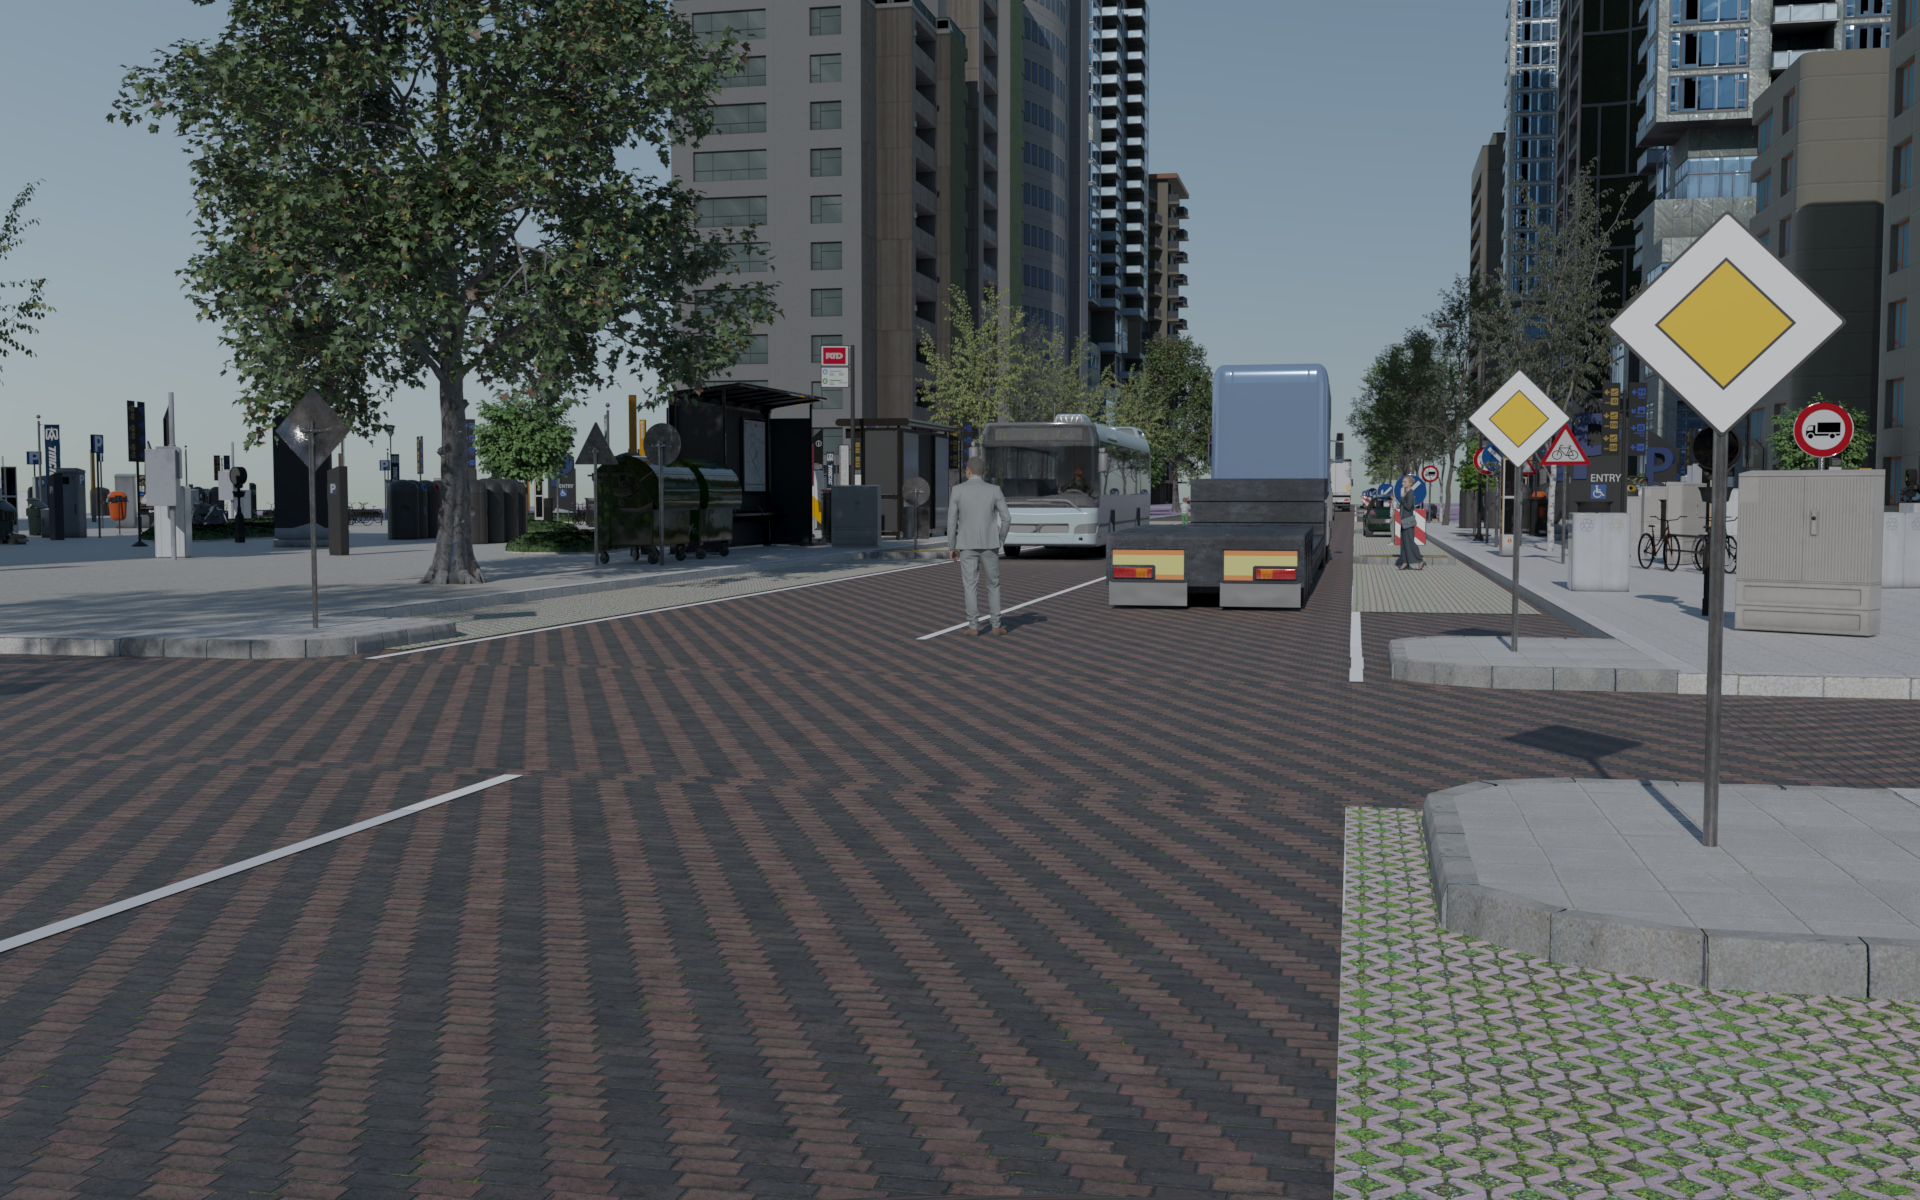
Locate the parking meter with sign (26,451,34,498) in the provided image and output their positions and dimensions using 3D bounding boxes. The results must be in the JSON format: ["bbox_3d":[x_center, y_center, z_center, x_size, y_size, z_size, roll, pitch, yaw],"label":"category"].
[{"bbox_3d":[-37.178,-4.505,69.915,0.543,3.016,1.738,-3,4,-38],"label":"parking meter with sign"}]

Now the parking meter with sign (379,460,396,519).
[{"bbox_3d":[-29.238,-5.693,89.349,0.543,3.016,1.738,1,4,10],"label":"parking meter with sign"}]

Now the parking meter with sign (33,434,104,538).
[{"bbox_3d":[-26.039,-3.332,50.733,1.738,3.016,0.543,0,4,4],"label":"parking meter with sign"}]

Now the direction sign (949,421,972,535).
[{"bbox_3d":[0.012,-3.793,54.016,0.876,3.537,0.379,-3,4,-36],"label":"direction sign"}]

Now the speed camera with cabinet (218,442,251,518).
[{"bbox_3d":[-27.881,-4.417,66.551,0.660,3.252,2.038,0,4,-5],"label":"speed camera with cabinet"}]

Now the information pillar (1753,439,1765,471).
[{"bbox_3d":[33.618,-4.992,72.973,0.183,3.616,0.504,-2,4,-26],"label":"information pillar"}]

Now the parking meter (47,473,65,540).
[{"bbox_3d":[-25.140,-2.597,48.169,0.399,1.863,0.255,3,4,36],"label":"parking meter"}]

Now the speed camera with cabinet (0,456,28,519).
[{"bbox_3d":[-49.117,-5.874,90.381,2.038,3.252,0.660,0,4,-5],"label":"speed camera with cabinet"}]

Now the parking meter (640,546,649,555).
[{"bbox_3d":[-6.655,-1.897,36.734,0.255,1.863,0.399,-1,4,-9],"label":"parking meter"}]

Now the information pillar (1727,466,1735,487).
[{"bbox_3d":[36.906,-5.599,82.903,0.183,3.616,0.504,0,4,-4],"label":"information pillar"}]

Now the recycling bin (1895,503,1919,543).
[{"bbox_3d":[26.532,-2.165,47.954,0.722,1.027,0.722,0,4,-6],"label":"recycling bin"}]

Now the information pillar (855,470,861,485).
[{"bbox_3d":[-4.311,-5.048,73.884,0.504,3.616,0.183,1,4,11],"label":"information pillar"}]

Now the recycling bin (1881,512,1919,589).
[{"bbox_3d":[12.751,-0.690,23.830,0.722,1.027,0.722,0,4,-6],"label":"recycling bin"}]

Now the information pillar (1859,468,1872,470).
[{"bbox_3d":[25.837,-2.750,49.455,0.304,2.012,0.304,2,4,32],"label":"information pillar"}]

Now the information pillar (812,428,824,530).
[{"bbox_3d":[-5.061,-4.283,61.375,0.504,3.616,0.183,1,4,10],"label":"information pillar"}]

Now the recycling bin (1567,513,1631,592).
[{"bbox_3d":[8.500,-0.642,23.055,0.722,1.027,0.722,1,4,15],"label":"recycling bin"}]

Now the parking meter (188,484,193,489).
[{"bbox_3d":[-44.998,-5.851,101.370,0.255,1.863,0.399,-2,4,-25],"label":"parking meter"}]

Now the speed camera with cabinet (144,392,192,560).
[{"bbox_3d":[-15.691,-2.445,34.310,0.660,3.252,2.038,-1,4,-17],"label":"speed camera with cabinet"}]

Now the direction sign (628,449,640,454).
[{"bbox_3d":[-16.209,-5.795,86.752,0.876,3.537,0.379,-3,4,-38],"label":"direction sign"}]

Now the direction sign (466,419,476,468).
[{"bbox_3d":[-15.055,-3.687,52.274,0.876,3.537,0.379,0,4,-5],"label":"direction sign"}]

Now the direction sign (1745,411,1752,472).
[{"bbox_3d":[17.419,-2.833,38.321,0.379,3.537,0.876,1,4,18],"label":"direction sign"}]

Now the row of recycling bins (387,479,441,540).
[{"bbox_3d":[-15.634,-2.632,50.138,1.069,1.692,3.534,0,4,5],"label":"row of recycling bins"}]

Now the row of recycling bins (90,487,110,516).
[{"bbox_3d":[-50.981,-5.844,102.656,1.069,1.692,3.534,-1,4,-22],"label":"row of recycling bins"}]

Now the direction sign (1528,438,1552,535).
[{"bbox_3d":[18.030,-3.804,54.188,0.876,3.537,0.379,1,4,13],"label":"direction sign"}]

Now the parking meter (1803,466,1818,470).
[{"bbox_3d":[17.750,-1.853,36.013,0.399,1.863,0.255,0,4,7],"label":"parking meter"}]

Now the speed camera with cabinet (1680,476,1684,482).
[{"bbox_3d":[29.483,-4.565,68.969,0.660,3.252,2.038,-2,4,-25],"label":"speed camera with cabinet"}]

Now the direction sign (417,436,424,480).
[{"bbox_3d":[-21.108,-4.635,67.774,0.379,3.537,0.876,-2,4,-31],"label":"direction sign"}]

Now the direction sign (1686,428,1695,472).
[{"bbox_3d":[25.137,-4.138,59.660,0.379,3.537,0.876,0,4,7],"label":"direction sign"}]

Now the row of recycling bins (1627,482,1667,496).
[{"bbox_3d":[23.360,-3.057,57.095,3.534,1.692,1.069,2,4,26],"label":"row of recycling bins"}]

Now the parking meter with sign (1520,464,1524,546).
[{"bbox_3d":[13.779,-2.867,43.144,0.543,3.016,1.738,1,4,19],"label":"parking meter with sign"}]

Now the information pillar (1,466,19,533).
[{"bbox_3d":[-25.298,-2.545,46.105,0.304,2.012,0.304,3,5,43],"label":"information pillar"}]

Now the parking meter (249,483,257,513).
[{"bbox_3d":[-36.522,-5.124,89.480,0.255,1.863,0.399,-3,5,-42],"label":"parking meter"}]

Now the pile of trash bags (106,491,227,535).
[{"bbox_3d":[-25.087,-2.756,54.806,3.447,1.369,1.912,-2,4,-33],"label":"pile of trash bags"}]

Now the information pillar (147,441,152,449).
[{"bbox_3d":[-35.527,-5.178,76.012,0.183,3.616,0.504,-3,5,-40],"label":"information pillar"}]

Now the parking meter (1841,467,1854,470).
[{"bbox_3d":[19.089,-1.944,37.490,0.399,1.863,0.255,0,4,6],"label":"parking meter"}]

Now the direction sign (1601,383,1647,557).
[{"bbox_3d":[13.498,-2.646,35.259,0.876,3.537,0.379,0,4,4],"label":"direction sign"}]

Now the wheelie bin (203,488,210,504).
[{"bbox_3d":[-42.552,-5.494,97.738,0.693,1.594,0.980,1,4,12],"label":"wheelie bin"}]

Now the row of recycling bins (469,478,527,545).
[{"bbox_3d":[-12.315,-2.357,45.642,1.069,1.692,3.534,0,4,7],"label":"row of recycling bins"}]

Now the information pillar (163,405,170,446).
[{"bbox_3d":[-20.500,-3.276,44.910,0.183,3.616,0.504,0,4,-6],"label":"information pillar"}]

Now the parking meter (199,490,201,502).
[{"bbox_3d":[-38.347,-4.813,87.101,0.372,1.533,0.369,0,3,0],"label":"parking meter"}]

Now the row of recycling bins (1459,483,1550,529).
[{"bbox_3d":[20.360,-3.497,64.288,3.534,1.692,1.069,1,4,17],"label":"row of recycling bins"}]

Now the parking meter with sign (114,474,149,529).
[{"bbox_3d":[-31.126,-4.181,64.615,1.738,3.016,0.543,-1,4,-15],"label":"parking meter with sign"}]

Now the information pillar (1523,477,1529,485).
[{"bbox_3d":[24.575,-4.344,75.518,0.304,2.012,0.304,2,4,35],"label":"information pillar"}]

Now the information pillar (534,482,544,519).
[{"bbox_3d":[-14.994,-3.497,61.675,0.304,2.012,0.304,-1,4,-16],"label":"information pillar"}]

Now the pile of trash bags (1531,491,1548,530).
[{"bbox_3d":[21.111,-3.143,61.143,1.912,1.369,3.447,3,5,44],"label":"pile of trash bags"}]

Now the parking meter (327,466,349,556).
[{"bbox_3d":[-12.987,-1.863,36.165,0.399,1.863,0.255,2,4,33],"label":"parking meter"}]

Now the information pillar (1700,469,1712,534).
[{"bbox_3d":[16.199,-2.013,37.400,0.304,2.012,0.304,-2,4,-26],"label":"information pillar"}]

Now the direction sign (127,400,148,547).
[{"bbox_3d":[-20.061,-3.074,42.262,0.379,3.537,0.876,0,4,0],"label":"direction sign"}]

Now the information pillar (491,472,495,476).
[{"bbox_3d":[-25.777,-6.415,96.237,0.504,3.616,0.183,-1,4,-20],"label":"information pillar"}]

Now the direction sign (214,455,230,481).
[{"bbox_3d":[-43.028,-6.670,101.043,0.876,3.537,0.379,-1,4,-20],"label":"direction sign"}]

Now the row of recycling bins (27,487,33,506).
[{"bbox_3d":[-42.617,-4.520,81.008,1.069,1.692,3.534,0,4,-6],"label":"row of recycling bins"}]

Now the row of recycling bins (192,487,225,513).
[{"bbox_3d":[-42.066,-5.352,94.625,3.534,1.692,1.069,-1,4,-15],"label":"row of recycling bins"}]

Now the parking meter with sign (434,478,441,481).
[{"bbox_3d":[-24.730,-5.287,82.708,1.738,3.016,0.543,2,4,29],"label":"parking meter with sign"}]

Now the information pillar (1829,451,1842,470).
[{"bbox_3d":[26.722,-3.763,52.872,0.504,3.616,0.183,-2,4,-28],"label":"information pillar"}]

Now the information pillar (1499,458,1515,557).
[{"bbox_3d":[11.171,-1.882,35.255,0.304,2.012,0.304,0,4,7],"label":"information pillar"}]

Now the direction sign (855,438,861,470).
[{"bbox_3d":[-3.137,-3.933,56.309,0.876,3.537,0.379,2,4,26],"label":"direction sign"}]

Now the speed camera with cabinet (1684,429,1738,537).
[{"bbox_3d":[23.238,-3.567,52.651,2.038,3.252,0.660,2,4,32],"label":"speed camera with cabinet"}]
